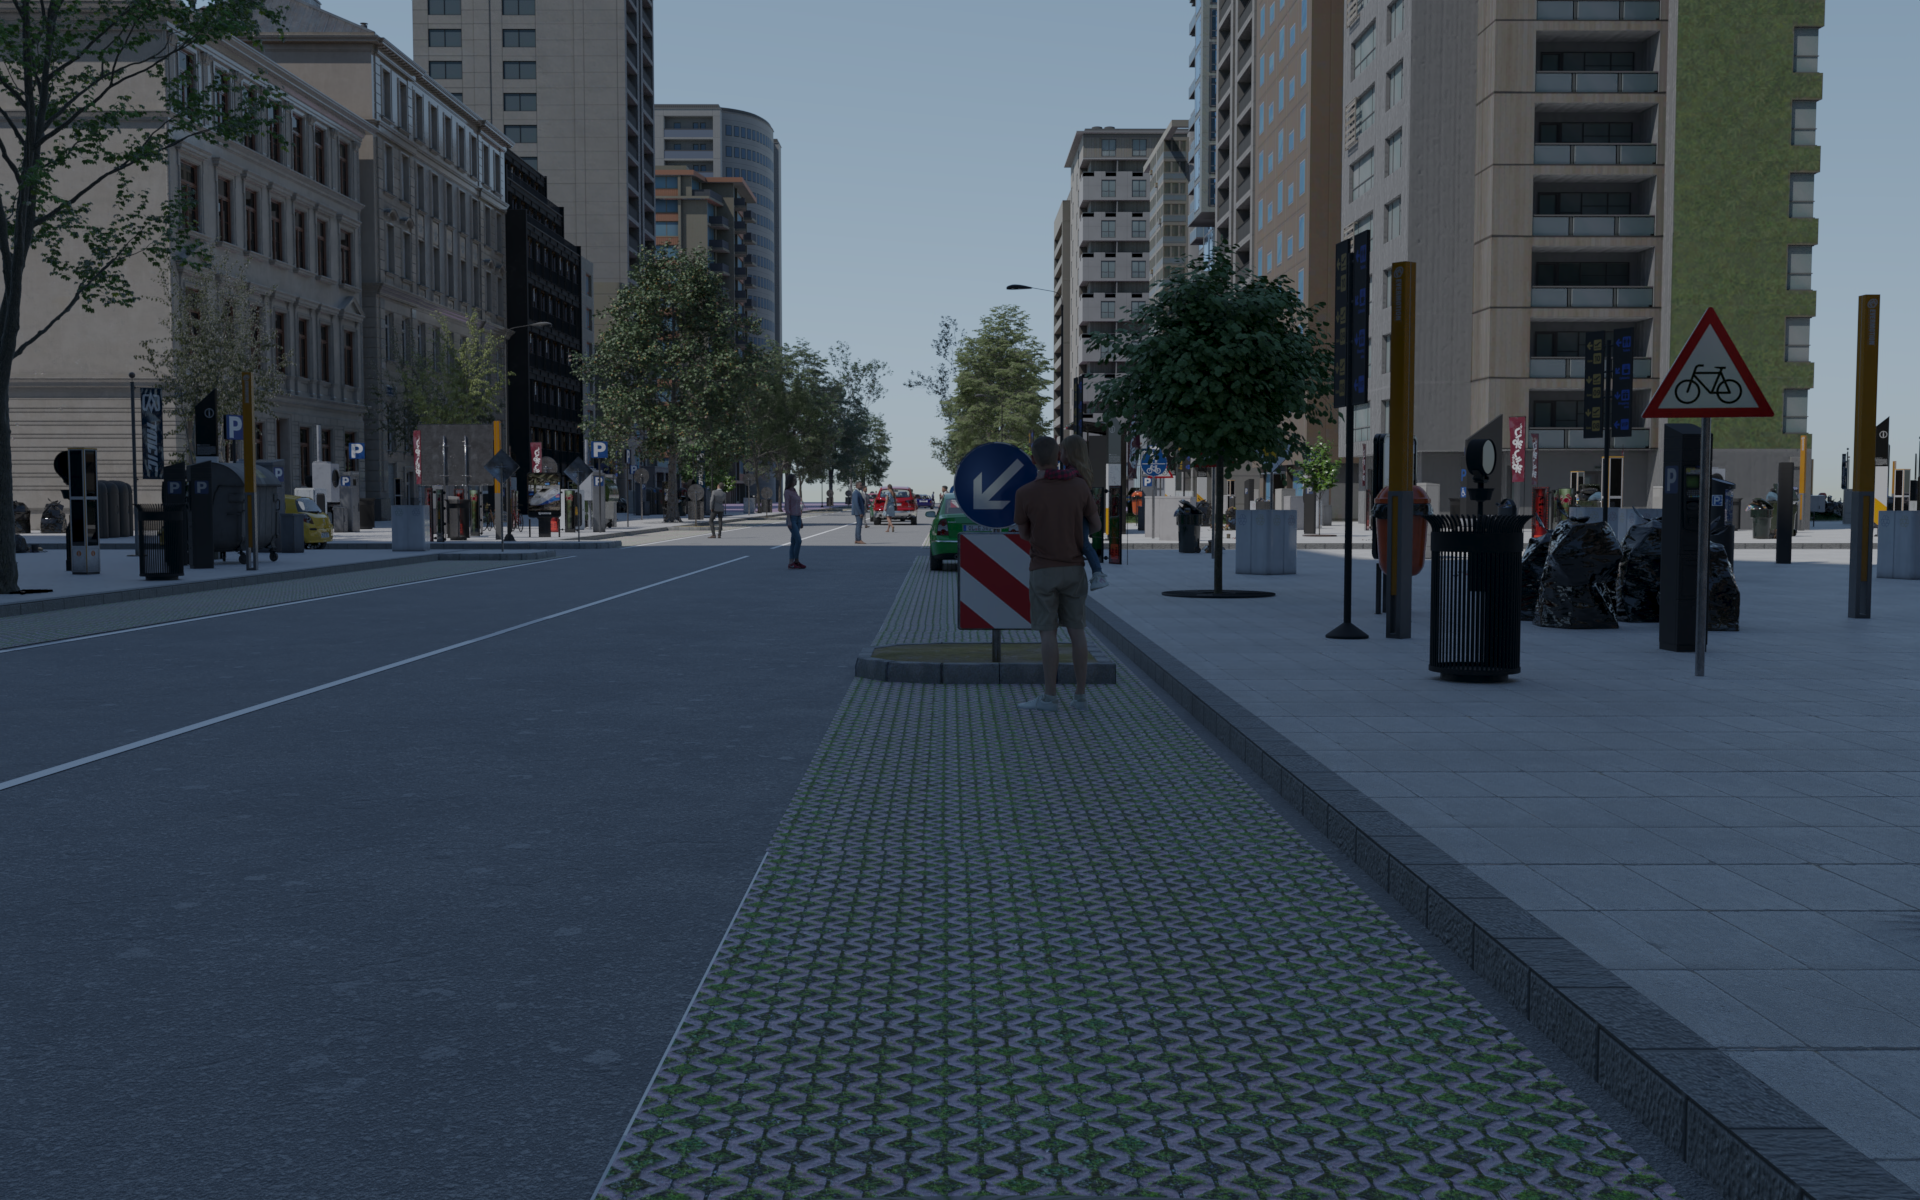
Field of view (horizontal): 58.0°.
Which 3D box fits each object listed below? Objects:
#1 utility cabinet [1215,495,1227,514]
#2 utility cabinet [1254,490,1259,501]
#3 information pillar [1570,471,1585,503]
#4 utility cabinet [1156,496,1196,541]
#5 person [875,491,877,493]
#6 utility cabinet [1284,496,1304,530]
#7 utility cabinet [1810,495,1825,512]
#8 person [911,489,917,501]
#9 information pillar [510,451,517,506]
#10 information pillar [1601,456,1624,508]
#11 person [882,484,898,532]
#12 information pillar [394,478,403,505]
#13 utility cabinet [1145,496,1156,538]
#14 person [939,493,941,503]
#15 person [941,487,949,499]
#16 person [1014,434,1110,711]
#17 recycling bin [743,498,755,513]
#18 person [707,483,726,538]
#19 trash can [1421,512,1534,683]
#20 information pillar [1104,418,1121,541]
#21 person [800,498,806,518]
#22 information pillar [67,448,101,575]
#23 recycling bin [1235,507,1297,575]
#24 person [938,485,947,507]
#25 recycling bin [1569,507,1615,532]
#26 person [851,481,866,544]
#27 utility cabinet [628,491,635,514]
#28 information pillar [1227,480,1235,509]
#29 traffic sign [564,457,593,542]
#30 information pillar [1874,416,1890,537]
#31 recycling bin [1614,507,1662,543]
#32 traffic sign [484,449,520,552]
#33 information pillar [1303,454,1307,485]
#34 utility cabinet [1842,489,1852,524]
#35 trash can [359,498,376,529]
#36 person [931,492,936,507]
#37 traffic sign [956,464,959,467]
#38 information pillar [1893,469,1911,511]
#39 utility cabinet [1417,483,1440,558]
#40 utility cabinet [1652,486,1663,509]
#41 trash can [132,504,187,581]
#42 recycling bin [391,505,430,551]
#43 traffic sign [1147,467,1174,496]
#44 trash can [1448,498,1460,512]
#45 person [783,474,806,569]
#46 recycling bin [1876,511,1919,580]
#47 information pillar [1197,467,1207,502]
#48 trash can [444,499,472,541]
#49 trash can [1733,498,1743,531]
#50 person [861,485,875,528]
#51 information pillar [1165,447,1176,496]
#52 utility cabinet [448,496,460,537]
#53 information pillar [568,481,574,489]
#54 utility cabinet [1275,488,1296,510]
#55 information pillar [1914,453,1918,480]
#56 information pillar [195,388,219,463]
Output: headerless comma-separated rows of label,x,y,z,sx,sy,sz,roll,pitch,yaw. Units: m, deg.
utility cabinet,14.149,-4.966,92.358,1.020,1.237,0.306,2,4,29
utility cabinet,14.303,-4.655,84.793,0.318,1.500,1.173,0,4,-6
information pillar,19.901,-3.142,55.867,0.304,2.012,0.304,-2,4,-27
utility cabinet,5.983,-2.229,47.601,1.020,1.237,0.306,3,5,39
person,-9.947,-12.083,206.066,0.705,1.823,1.348,2,4,35
utility cabinet,11.928,-3.093,61.733,0.306,1.237,1.020,3,5,44
utility cabinet,46.963,-5.138,95.170,1.020,1.237,0.306,0,4,-2
person,-3.346,-6.826,120.374,0.678,1.792,0.850,-1,4,-13
information pillar,-22.336,-5.802,86.219,0.504,3.616,0.183,-1,4,-13
information pillar,12.779,-1.803,33.964,0.304,2.012,0.304,0,4,-6
person,-2.574,-3.435,64.763,0.616,1.811,0.778,-2,4,-29
information pillar,-25.831,-4.599,79.687,0.304,2.012,0.304,-1,4,-10
utility cabinet,5.947,-2.442,51.082,1.020,1.237,0.306,3,5,42
person,-2.981,-15.572,264.578,0.415,1.643,0.593,1,4,18
person,-0.673,-4.633,84.210,0.622,1.834,0.822,2,4,34
person,0.687,-0.185,11.505,0.573,1.828,0.580,2,4,31
recycling bin,-14.000,-6.273,115.117,0.722,1.027,0.722,0,4,-1
person,-7.875,-2.900,56.094,0.592,1.802,0.473,-1,4,-21
trash can,3.555,-0.018,11.941,0.748,1.137,0.748,0,3,0
information pillar,4.209,-3.442,47.626,0.504,3.616,0.183,-3,4,-38
person,-9.515,-5.523,103.810,0.505,1.210,0.382,-2,4,-26
information pillar,-13.969,-1.415,27.627,0.304,2.012,0.304,1,4,14
recycling bin,4.910,-0.931,27.777,0.722,1.027,0.722,-3,5,-40
person,-0.579,-3.893,72.420,0.850,1.792,0.678,-1,4,-9
recycling bin,12.089,-1.251,33.007,0.722,1.027,0.722,0,4,-4
person,-2.923,-2.521,49.906,0.419,1.800,0.721,0,4,-5
utility cabinet,-20.866,-6.316,111.953,1.173,1.500,0.318,0,4,7
information pillar,14.248,-5.293,91.033,0.304,2.012,0.304,-1,4,-22
traffic sign,-10.234,-2.620,46.479,0.795,2.450,0.064,0,4,0
information pillar,27.644,-3.714,52.071,0.504,3.616,0.183,2,4,33
recycling bin,11.945,-1.076,30.146,0.722,1.027,0.722,0,4,-5
traffic sign,-10.180,-2.132,38.494,0.795,2.450,0.064,0,4,0
information pillar,15.408,-5.259,77.339,0.183,3.616,0.504,0,4,-4
utility cabinet,37.955,-3.942,73.128,1.173,1.500,0.318,1,4,14
trash can,-21.644,-3.146,63.088,0.748,1.137,0.748,0,3,0
person,-2.985,-11.386,195.601,0.436,1.711,0.756,-1,4,-12
traffic sign,0.314,-2.135,38.544,0.795,2.450,0.064,0,4,0
information pillar,27.419,-2.810,50.429,0.304,2.012,0.304,-2,4,-25
utility cabinet,9.221,-1.593,34.727,0.318,1.500,1.173,-1,4,-11
utility cabinet,20.276,-2.475,49.137,1.173,1.500,0.318,1,4,23
trash can,-11.919,-0.867,25.835,0.748,1.137,0.748,0,3,0
recycling bin,-12.382,-1.621,39.051,0.722,1.027,0.722,0,4,-7
traffic sign,6.740,-3.563,58.257,0.884,2.594,0.081,0,4,8
trash can,17.297,-2.960,60.046,0.748,1.137,0.748,0,3,0
person,-3.170,-1.499,33.022,0.388,1.821,0.555,1,4,11
recycling bin,14.453,-0.838,26.249,0.722,1.027,0.722,-1,4,-15
information pillar,11.915,-5.738,85.168,0.504,3.616,0.183,-1,4,-10
trash can,-13.905,-2.223,47.997,0.748,1.137,0.748,0,3,0
trash can,26.783,-2.966,60.150,0.748,1.137,0.748,0,3,0
person,-4.044,-3.923,72.918,0.850,1.792,0.678,3,5,40
information pillar,9.506,-5.307,78.122,0.504,3.616,0.183,2,4,25
utility cabinet,-15.095,-2.480,51.717,0.306,1.237,1.020,-1,4,-14
information pillar,-21.819,-5.669,97.176,0.304,2.012,0.304,0,4,-3
utility cabinet,12.955,-3.691,69.028,0.318,1.500,1.173,3,4,38
information pillar,55.110,-6.638,99.888,0.183,3.616,0.504,3,4,36
information pillar,-16.620,-2.871,38.296,0.504,3.616,0.183,0,4,2
